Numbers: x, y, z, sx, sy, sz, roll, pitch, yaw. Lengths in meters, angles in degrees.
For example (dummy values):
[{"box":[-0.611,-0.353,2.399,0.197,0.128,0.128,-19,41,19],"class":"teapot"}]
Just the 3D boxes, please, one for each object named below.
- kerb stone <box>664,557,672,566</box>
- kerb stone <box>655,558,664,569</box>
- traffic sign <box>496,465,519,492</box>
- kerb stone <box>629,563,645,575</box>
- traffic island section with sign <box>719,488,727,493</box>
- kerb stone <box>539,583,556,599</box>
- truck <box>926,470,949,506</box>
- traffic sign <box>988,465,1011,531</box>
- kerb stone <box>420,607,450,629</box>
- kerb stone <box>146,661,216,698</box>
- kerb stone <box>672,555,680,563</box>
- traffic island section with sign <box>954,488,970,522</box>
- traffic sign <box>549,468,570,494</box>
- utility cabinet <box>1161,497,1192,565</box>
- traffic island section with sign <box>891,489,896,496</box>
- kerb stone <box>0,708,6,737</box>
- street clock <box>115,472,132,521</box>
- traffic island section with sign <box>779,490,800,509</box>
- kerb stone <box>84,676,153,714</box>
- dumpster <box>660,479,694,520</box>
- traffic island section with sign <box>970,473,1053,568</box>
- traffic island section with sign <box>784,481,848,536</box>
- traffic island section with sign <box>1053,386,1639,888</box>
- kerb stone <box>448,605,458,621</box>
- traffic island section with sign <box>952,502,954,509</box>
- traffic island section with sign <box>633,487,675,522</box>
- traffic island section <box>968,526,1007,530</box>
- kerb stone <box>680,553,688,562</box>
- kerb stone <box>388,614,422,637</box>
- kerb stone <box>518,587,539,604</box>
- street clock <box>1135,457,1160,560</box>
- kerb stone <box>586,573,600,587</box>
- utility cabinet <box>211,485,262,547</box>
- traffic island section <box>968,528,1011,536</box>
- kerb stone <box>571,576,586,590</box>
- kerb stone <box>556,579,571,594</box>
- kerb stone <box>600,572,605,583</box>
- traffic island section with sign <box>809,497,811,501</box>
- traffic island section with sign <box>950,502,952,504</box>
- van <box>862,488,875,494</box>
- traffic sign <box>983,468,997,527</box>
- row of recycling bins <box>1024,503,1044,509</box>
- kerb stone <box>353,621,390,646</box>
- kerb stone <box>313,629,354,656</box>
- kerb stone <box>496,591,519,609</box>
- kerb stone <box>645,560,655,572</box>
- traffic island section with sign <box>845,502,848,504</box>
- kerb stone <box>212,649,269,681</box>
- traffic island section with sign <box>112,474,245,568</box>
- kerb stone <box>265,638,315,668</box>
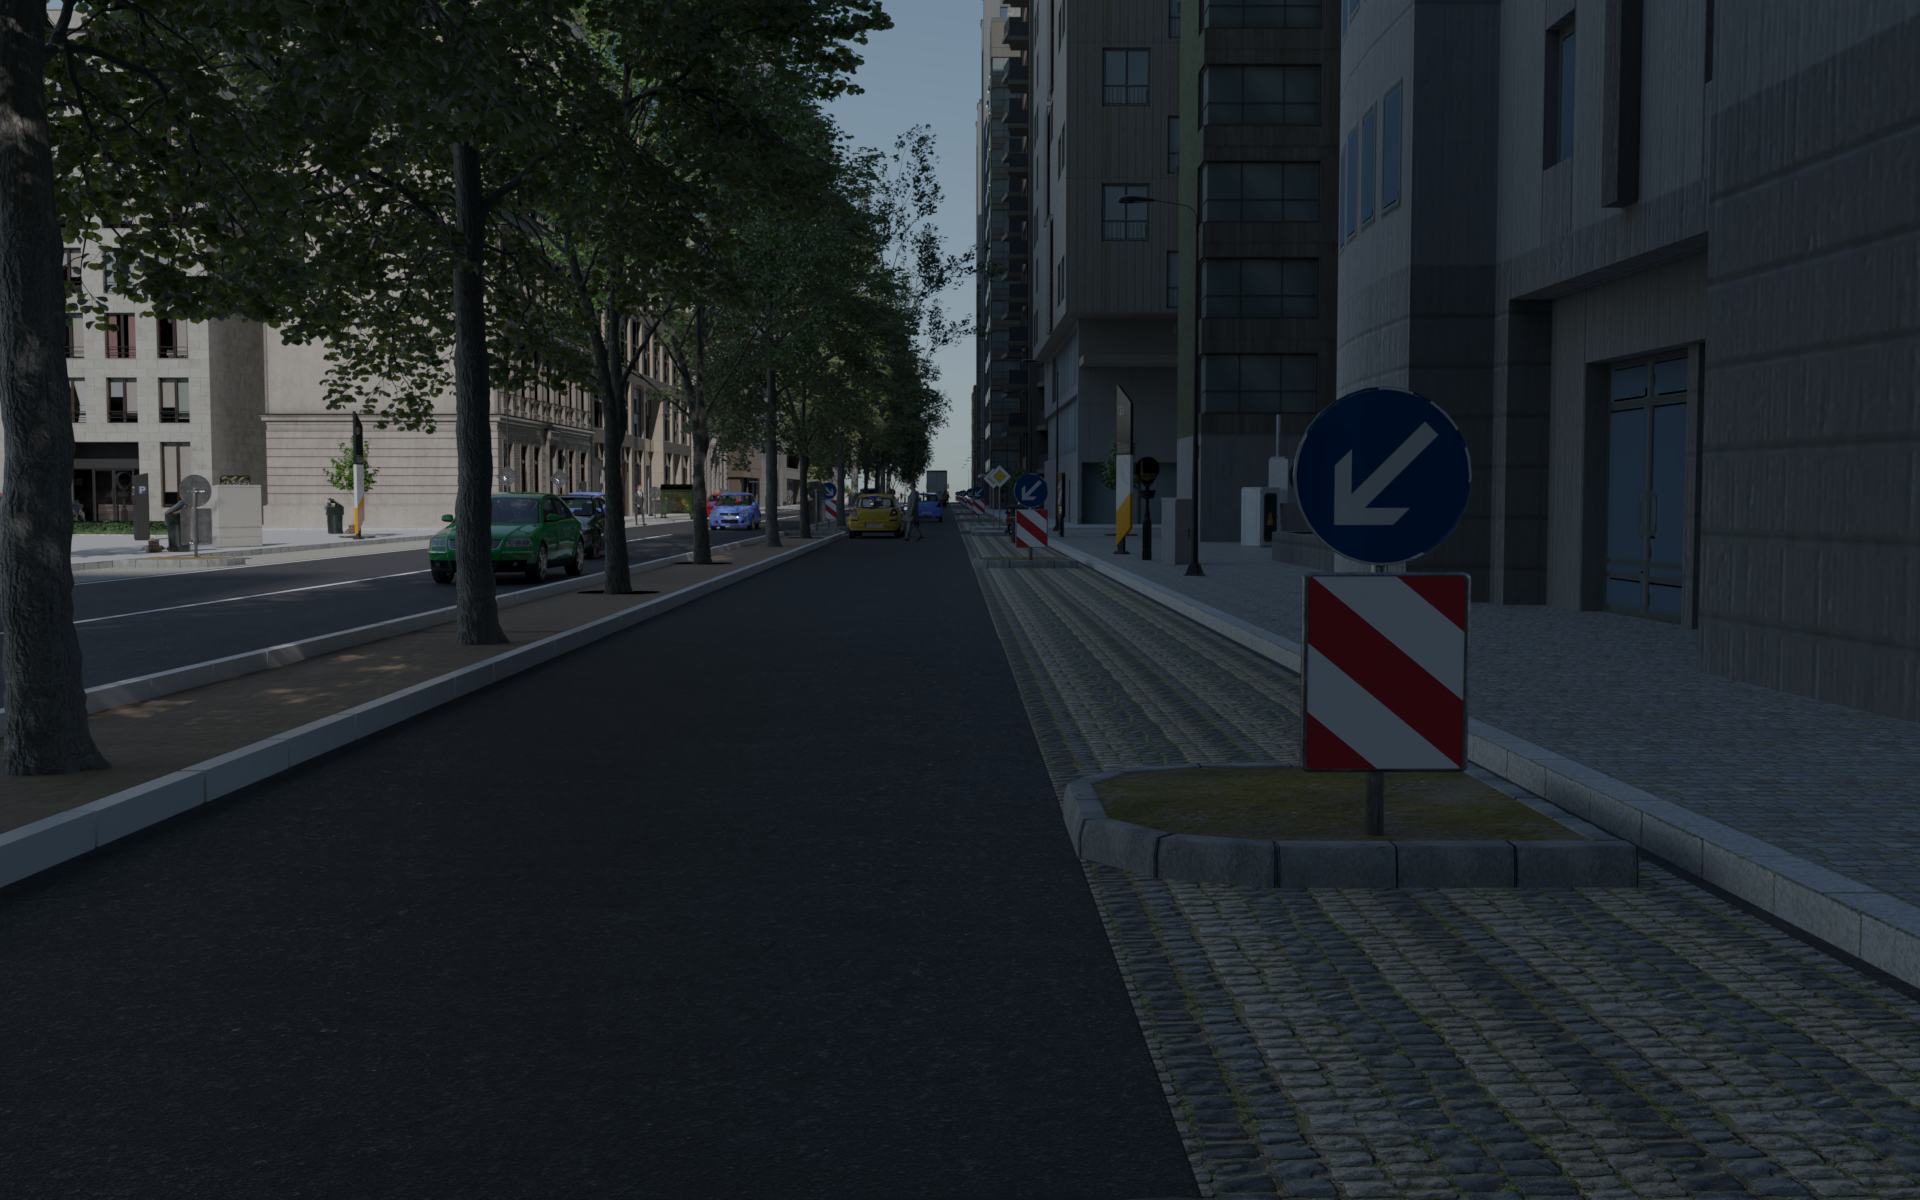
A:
[{"box":[-5.868,-0.730,34.128,0.120,0.150,1.000,0,4,0],"class":"kerb stone"},{"box":[-5.853,-0.667,33.106,0.120,0.150,1.000,0,4,0],"class":"kerb stone"},{"box":[-15.577,-3.427,59.667,0.795,2.450,0.064,0,4,0],"class":"traffic sign"},{"box":[-5.841,-0.538,31.062,0.120,0.150,1.000,0,4,0],"class":"kerb stone"},{"box":[-16.035,-6.615,116.780,1.989,1.847,2.006,0,4,0],"class":"traffic island section with sign"},{"box":[-5.783,-0.104,23.888,0.120,0.150,1.000,0,4,0],"class":"kerb stone"},{"box":[-2.757,-13.450,208.827,2.839,4.237,11.283,0,4,0],"class":"truck"},{"box":[1.367,-3.433,59.773,0.795,2.450,0.064,0,4,0],"class":"traffic sign"},{"box":[-5.751,0.215,18.741,0.120,0.150,1.000,0,4,0],"class":"kerb stone"},{"box":[-5.699,0.588,12.582,0.120,0.150,1.000,0,4,0],"class":"kerb stone"},{"box":[-5.865,-0.789,35.151,0.120,0.150,1.000,0,4,0],"class":"kerb stone"},{"box":[0.837,-4.941,89.406,1.989,1.847,2.006,0,4,0],"class":"traffic island section with sign"},{"box":[-15.637,-3.915,67.652,0.795,2.450,0.064,0,4,0],"class":"traffic sign"},{"box":[4.013,-1.261,31.777,0.306,1.237,1.020,2,4,27],"class":"utility cabinet"},{"box":[-5.638,-8.223,142.585,2.006,1.907,1.989,0,4,0],"class":"traffic island section with sign"},{"box":[-5.681,0.716,10.525,0.120,0.150,1.000,0,4,0],"class":"kerb stone"},{"box":[-27.886,-3.254,57.776,0.358,2.002,0.471,3,4,38],"class":"street clock"},{"box":[-16.409,-9.699,167.214,1.989,1.847,2.006,0,4,0],"class":"traffic island section with sign"},{"box":[-5.693,0.651,11.558,0.120,0.150,1.000,0,4,0],"class":"kerb stone"},{"box":[-15.693,-5.588,96.315,1.985,2.255,1.502,0,3,0],"class":"dumpster"},{"box":[1.261,-1.561,34.152,1.989,1.847,2.006,0,4,0],"class":"traffic island section with sign"},{"box":[-5.021,-3.175,60.041,2.006,1.907,1.989,0,4,0],"class":"traffic island section with sign"},{"box":[1.455,0.088,7.197,1.989,1.847,2.006,0,4,0],"class":"traffic island section with sign"},{"box":[-5.754,0.149,19.780,0.120,0.150,1.000,0,4,0],"class":"kerb stone"},{"box":[0.629,-6.646,117.287,1.989,1.847,2.006,0,4,0],"class":"traffic island section with sign"},{"box":[-15.835,-4.966,89.826,1.989,1.847,2.006,0,4,0],"class":"traffic island section with sign"},{"box":[1.330,-2.786,67.835,2.009,0.180,2.903,0,4,0],"class":"traffic island section"},{"box":[-5.874,-0.855,36.175,0.120,0.150,1.000,0,4,0],"class":"kerb stone"},{"box":[-5.734,0.275,17.705,0.120,0.150,1.000,0,4,0],"class":"kerb stone"},{"box":[-5.776,-0.041,22.865,0.120,0.150,1.000,0,4,0],"class":"kerb stone"},{"box":[3.631,-1.775,33.591,0.471,2.002,0.358,0,4,6],"class":"street clock"},{"box":[-5.805,-0.291,26.955,0.120,0.150,1.000,0,4,0],"class":"kerb stone"},{"box":[-17.474,-2.028,41.834,0.318,1.500,1.173,2,4,31],"class":"utility cabinet"},{"box":[1.390,-2.298,59.850,2.009,0.180,2.903,0,4,0],"class":"traffic island section"},{"box":[-5.805,-0.229,25.933,0.120,0.150,1.000,0,4,0],"class":"kerb stone"},{"box":[-5.798,-0.166,24.911,0.120,0.150,1.000,0,4,0],"class":"kerb stone"},{"box":[-5.817,-0.354,27.983,0.120,0.150,1.000,0,4,0],"class":"kerb stone"},{"box":[-16.623,-11.382,194.726,1.989,1.847,2.006,0,4,0],"class":"traffic island section with sign"},{"box":[0.251,-9.726,167.643,1.989,1.847,2.006,0,4,0],"class":"traffic island section with sign"},{"box":[-8.352,-9.713,163.192,2.240,2.365,5.245,0,4,0],"class":"van"},{"box":[1.307,-3.921,67.758,0.795,2.450,0.064,0,4,0],"class":"traffic sign"},{"box":[5.578,-5.879,103.242,3.534,1.692,1.069,1,4,11],"class":"row of recycling bins"},{"box":[-5.736,0.340,16.677,0.120,0.150,1.000,0,4,0],"class":"kerb stone"},{"box":[-5.729,0.402,15.654,0.120,0.150,1.000,0,4,0],"class":"kerb stone"},{"box":[-5.773,0.022,21.839,0.120,0.150,1.000,0,4,0],"class":"kerb stone"},{"box":[-5.840,-0.605,32.084,0.120,0.150,1.000,0,4,0],"class":"kerb stone"},{"box":[-17.236,-16.410,276.937,1.989,1.847,2.006,0,4,0],"class":"traffic island section with sign"},{"box":[-5.707,0.525,13.610,0.120,0.150,1.000,0,4,0],"class":"kerb stone"},{"box":[-15.407,-1.578,34.422,1.989,1.847,2.006,0,4,0],"class":"traffic island section with sign"},{"box":[-5.713,0.463,14.632,0.120,0.150,1.000,0,4,0],"class":"kerb stone"}]
